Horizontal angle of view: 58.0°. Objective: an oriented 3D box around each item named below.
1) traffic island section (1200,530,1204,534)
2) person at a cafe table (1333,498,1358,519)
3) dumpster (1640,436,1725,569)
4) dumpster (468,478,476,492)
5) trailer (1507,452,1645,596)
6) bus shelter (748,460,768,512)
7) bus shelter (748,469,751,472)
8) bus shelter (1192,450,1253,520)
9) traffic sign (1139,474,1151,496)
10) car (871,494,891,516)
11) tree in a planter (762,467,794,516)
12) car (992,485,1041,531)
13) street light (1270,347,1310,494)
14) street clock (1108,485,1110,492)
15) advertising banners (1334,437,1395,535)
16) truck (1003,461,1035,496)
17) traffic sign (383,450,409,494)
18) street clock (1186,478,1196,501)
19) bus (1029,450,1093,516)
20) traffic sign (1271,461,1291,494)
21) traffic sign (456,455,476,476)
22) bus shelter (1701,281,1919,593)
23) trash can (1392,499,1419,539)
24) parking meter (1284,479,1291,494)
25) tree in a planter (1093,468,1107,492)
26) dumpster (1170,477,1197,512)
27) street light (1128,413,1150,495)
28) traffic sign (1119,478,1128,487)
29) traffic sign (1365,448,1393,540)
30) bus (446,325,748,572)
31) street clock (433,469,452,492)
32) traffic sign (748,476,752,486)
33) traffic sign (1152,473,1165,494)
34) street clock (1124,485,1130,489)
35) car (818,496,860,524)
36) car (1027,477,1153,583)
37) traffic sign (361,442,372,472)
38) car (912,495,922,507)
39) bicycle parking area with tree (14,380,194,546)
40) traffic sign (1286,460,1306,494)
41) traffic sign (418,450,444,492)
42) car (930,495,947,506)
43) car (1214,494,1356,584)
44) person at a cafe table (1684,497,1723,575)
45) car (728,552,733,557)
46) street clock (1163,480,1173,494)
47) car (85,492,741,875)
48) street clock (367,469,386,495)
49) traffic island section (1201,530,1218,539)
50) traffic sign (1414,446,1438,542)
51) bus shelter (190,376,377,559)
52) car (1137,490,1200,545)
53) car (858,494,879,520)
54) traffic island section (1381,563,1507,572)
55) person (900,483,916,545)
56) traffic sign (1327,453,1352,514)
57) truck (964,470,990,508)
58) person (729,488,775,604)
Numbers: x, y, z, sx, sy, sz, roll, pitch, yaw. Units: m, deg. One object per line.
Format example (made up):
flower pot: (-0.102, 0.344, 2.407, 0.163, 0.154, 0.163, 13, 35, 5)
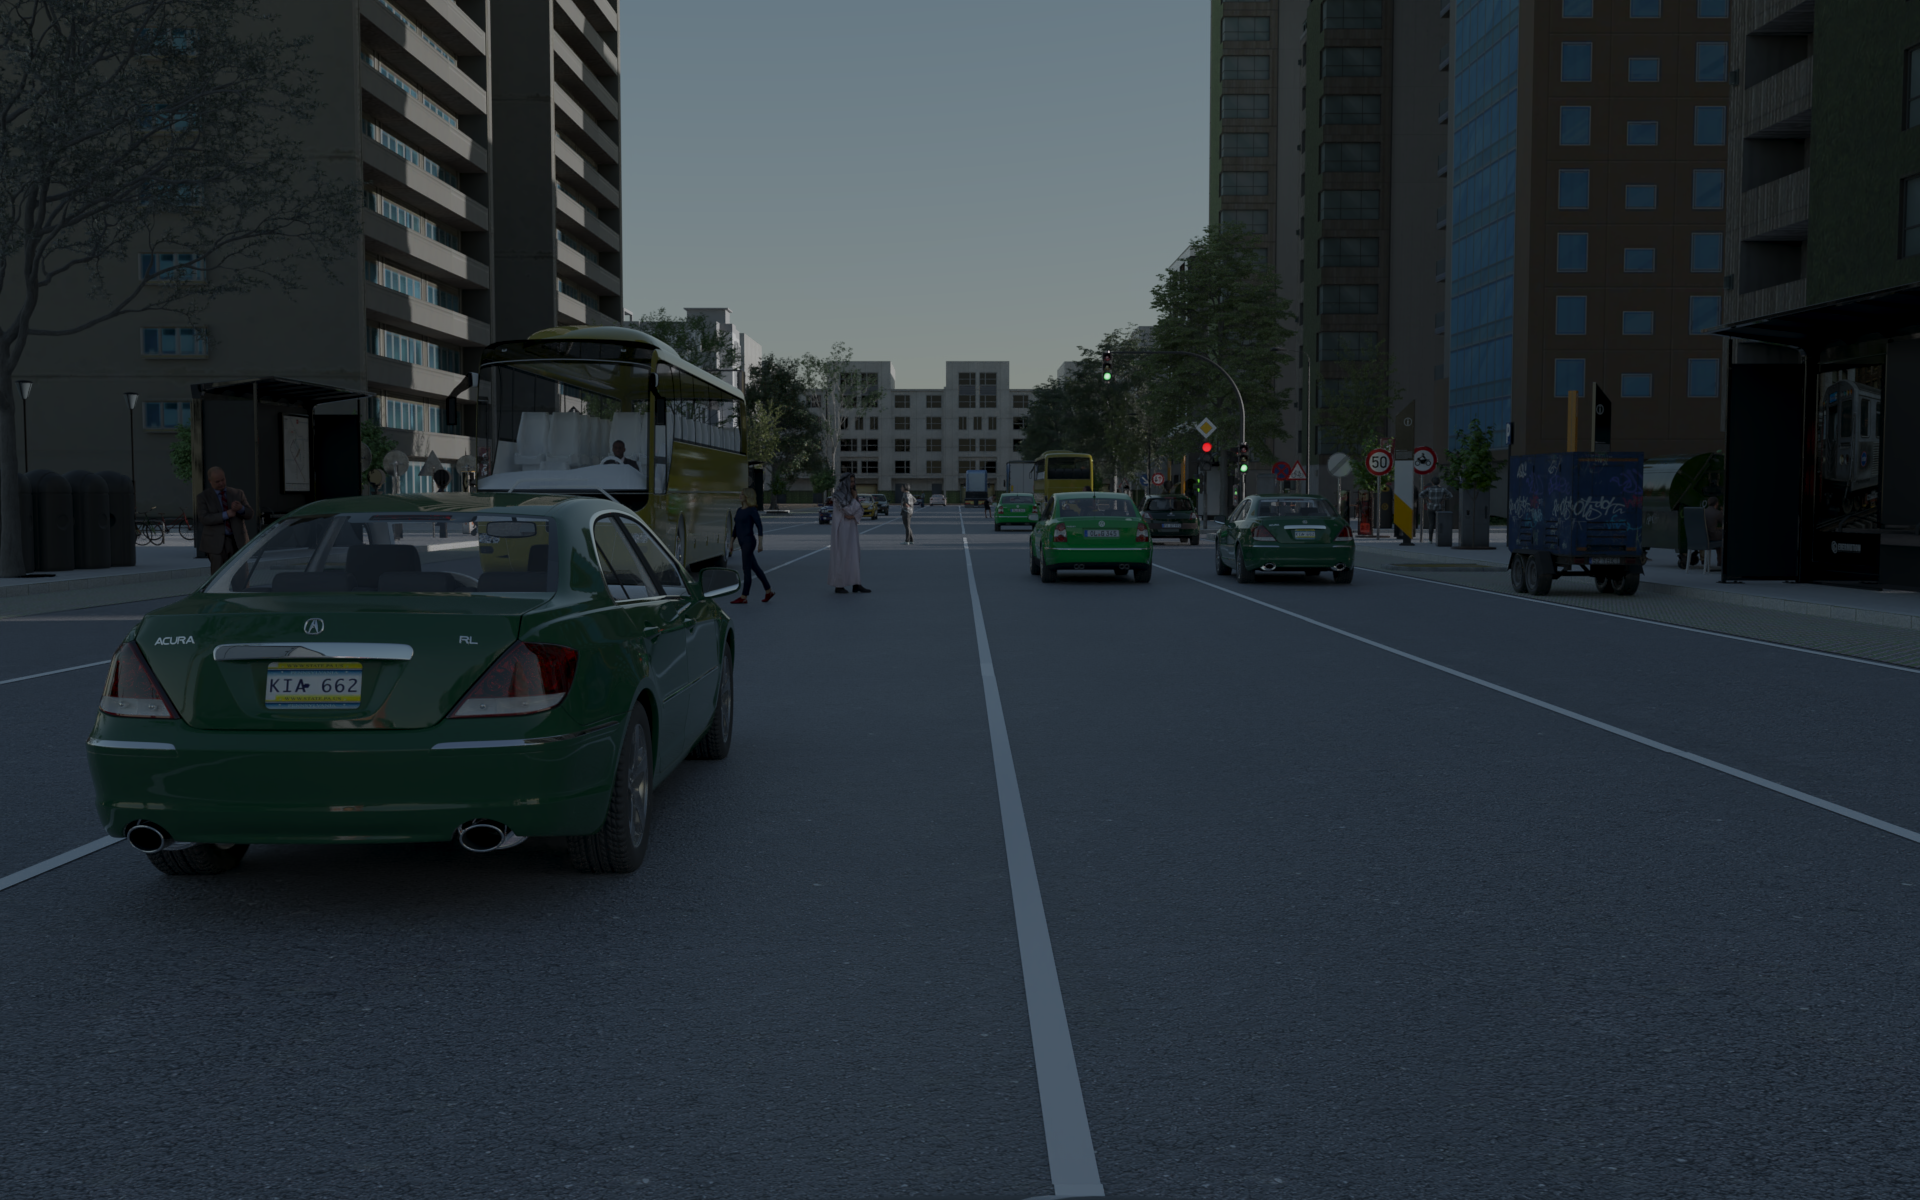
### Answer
traffic island section: (8.992, -2.514, 63.383, 2.009, 0.180, 2.903, 0, 3, 0)
person at a cafe table: (20.076, -4.762, 88.718, 1.726, 1.238, 1.698, 0, 4, -4)
dumpster: (12.709, -1.693, 30.169, 1.502, 2.255, 1.985, 0, 4, 0)
dumpster: (-14.375, -2.926, 53.591, 1.264, 1.857, 1.865, 0, 3, 0)
trailer: (8.724, -1.116, 25.292, 1.471, 1.999, 3.904, 0, 3, 0)
bus shelter: (-14.858, -8.098, 123.682, 1.731, 3.624, 6.357, 0, 4, 0)
bus shelter: (-15.092, -7.375, 114.511, 2.014, 3.302, 5.546, 0, 3, 0)
bus shelter: (12.294, -5.365, 81.643, 2.014, 3.302, 5.546, 0, 4, 0)
traffic sign: (11.939, -6.818, 111.583, 0.768, 2.556, 0.104, 0, 4, 6)
car: (-5.655, -6.515, 116.306, 2.009, 1.686, 4.222, 0, 4, -2)
tree in a planter: (-12.101, -7.207, 115.064, 1.991, 3.239, 1.994, 0, 3, 0)
car: (2.232, -3.615, 67.896, 1.959, 1.807, 4.718, 0, 4, 1)
street light: (10.508, -5.045, 55.020, 1.470, 5.913, 1.316, 0, 3, 0)
street clock: (11.905, -8.071, 136.529, 0.471, 2.002, 0.358, -3, 5, -41)
advertising banners: (12.622, -3.536, 54.009, 2.074, 3.025, 0.090, 3, 5, 40)
truck: (5.339, -9.948, 151.571, 2.839, 4.237, 11.283, 0, 3, 0)
traffic sign: (-16.403, -3.075, 50.375, 0.768, 2.556, 0.104, 0, 4, 2)
street clock: (10.628, -4.597, 79.725, 0.471, 2.002, 0.358, 1, 4, 14)
bus: (5.629, -6.434, 96.737, 2.896, 3.916, 12.252, 0, 4, -1)
traffic sign: (12.519, -4.122, 67.503, 0.768, 2.556, 0.104, 1, 4, 9)
traffic sign: (-16.016, -3.439, 56.334, 0.768, 2.556, 0.104, 0, 4, 5)
bus shelter: (11.441, -1.864, 21.766, 1.731, 3.624, 6.357, 0, 4, 0)
trash can: (12.630, -2.294, 49.153, 0.748, 1.137, 0.748, 0, 3, 0)
parking meter: (12.597, -3.731, 66.706, 0.255, 1.863, 0.399, 1, 4, 11)
tree in a planter: (8.900, -7.237, 115.542, 1.991, 3.239, 1.994, 0, 3, 0)
dumpster: (12.519, -5.726, 96.114, 1.502, 2.255, 1.985, 0, 3, 0)
street light: (10.362, -7.768, 99.554, 1.470, 5.913, 1.316, 0, 3, 0)
traffic sign: (13.078, -8.435, 137.918, 0.884, 2.594, 0.081, 0, 4, 7)
traffic sign: (11.669, -2.946, 48.267, 0.768, 2.556, 0.104, 0, 4, 7)
bus: (-5.458, -2.293, 29.037, 2.896, 3.916, 12.252, 0, 4, -1)
street clock: (-15.104, -2.815, 50.600, 0.471, 2.002, 0.358, 0, 4, -1)
traffic sign: (-14.646, -7.267, 118.916, 0.768, 2.556, 0.104, 0, 4, 1)
traffic sign: (11.769, -6.290, 102.952, 0.768, 2.556, 0.104, 0, 4, 7)
street clock: (13.204, -8.098, 136.973, 0.471, 2.002, 0.358, 2, 4, 24)
car: (-5.763, -4.297, 82.832, 1.945, 1.354, 3.894, 0, 4, 1)
car: (2.159, -1.257, 29.349, 1.959, 1.807, 4.718, 0, 4, -2)
traffic sign: (-14.513, -2.541, 41.654, 0.768, 2.556, 0.104, 1, 4, 9)
car: (-4.890, -10.828, 189.610, 1.945, 1.354, 3.894, 0, 4, -1)
bicycle parking area with tree: (-23.327, -3.627, 46.305, 9.016, 4.147, 8.231, 1, 4, 16)
traffic sign: (12.916, -4.059, 66.363, 0.884, 2.594, 0.081, 0, 4, 3)
traffic sign: (-15.549, -3.125, 51.098, 0.884, 2.594, 0.081, 0, 4, 0)
car: (-2.612, -11.833, 205.828, 2.083, 1.381, 4.827, 0, 4, 1)
car: (5.410, -1.061, 29.143, 2.131, 1.459, 4.920, 0, 4, 2)
person at a cafe table: (12.519, -1.052, 28.063, 1.726, 1.238, 1.698, -1, 4, -23)
car: (-6.012, -1.755, 38.281, 1.945, 1.707, 3.694, 0, 4, -2)
street clock: (11.065, -5.355, 92.122, 0.471, 2.002, 0.358, -2, 4, -34)
car: (-2.138, 0.235, 7.957, 2.131, 1.459, 4.920, 0, 4, -1)
street clock: (-16.790, -2.770, 49.865, 0.471, 2.002, 0.358, 0, 4, 8)
traffic island section: (9.005, -2.025, 55.398, 2.009, 0.180, 2.903, 0, 3, 0)
traffic sign: (12.274, -2.807, 46.005, 0.768, 2.556, 0.104, 0, 4, 5)
bus shelter: (-14.492, -2.828, 37.524, 1.731, 3.624, 6.357, 0, 4, 0)
car: (5.870, -2.452, 49.870, 2.009, 1.686, 4.222, 0, 4, 1)
car: (-5.515, -5.283, 96.601, 2.015, 1.641, 3.980, 0, 4, 0)
traffic island section: (9.042, -0.604, 32.739, 1.991, 0.108, 1.994, 0, 3, 0)
person: (-1.486, -2.442, 49.150, 0.376, 1.734, 0.841, 1, 4, 18)
traffic sign: (11.637, -3.246, 53.177, 0.768, 2.556, 0.104, 0, 4, 3)
truck: (1.790, -12.137, 188.193, 2.967, 4.110, 18.799, 0, 4, 1)
person: (-2.733, -0.716, 22.750, 0.480, 1.512, 0.613, 2, 4, 35)
